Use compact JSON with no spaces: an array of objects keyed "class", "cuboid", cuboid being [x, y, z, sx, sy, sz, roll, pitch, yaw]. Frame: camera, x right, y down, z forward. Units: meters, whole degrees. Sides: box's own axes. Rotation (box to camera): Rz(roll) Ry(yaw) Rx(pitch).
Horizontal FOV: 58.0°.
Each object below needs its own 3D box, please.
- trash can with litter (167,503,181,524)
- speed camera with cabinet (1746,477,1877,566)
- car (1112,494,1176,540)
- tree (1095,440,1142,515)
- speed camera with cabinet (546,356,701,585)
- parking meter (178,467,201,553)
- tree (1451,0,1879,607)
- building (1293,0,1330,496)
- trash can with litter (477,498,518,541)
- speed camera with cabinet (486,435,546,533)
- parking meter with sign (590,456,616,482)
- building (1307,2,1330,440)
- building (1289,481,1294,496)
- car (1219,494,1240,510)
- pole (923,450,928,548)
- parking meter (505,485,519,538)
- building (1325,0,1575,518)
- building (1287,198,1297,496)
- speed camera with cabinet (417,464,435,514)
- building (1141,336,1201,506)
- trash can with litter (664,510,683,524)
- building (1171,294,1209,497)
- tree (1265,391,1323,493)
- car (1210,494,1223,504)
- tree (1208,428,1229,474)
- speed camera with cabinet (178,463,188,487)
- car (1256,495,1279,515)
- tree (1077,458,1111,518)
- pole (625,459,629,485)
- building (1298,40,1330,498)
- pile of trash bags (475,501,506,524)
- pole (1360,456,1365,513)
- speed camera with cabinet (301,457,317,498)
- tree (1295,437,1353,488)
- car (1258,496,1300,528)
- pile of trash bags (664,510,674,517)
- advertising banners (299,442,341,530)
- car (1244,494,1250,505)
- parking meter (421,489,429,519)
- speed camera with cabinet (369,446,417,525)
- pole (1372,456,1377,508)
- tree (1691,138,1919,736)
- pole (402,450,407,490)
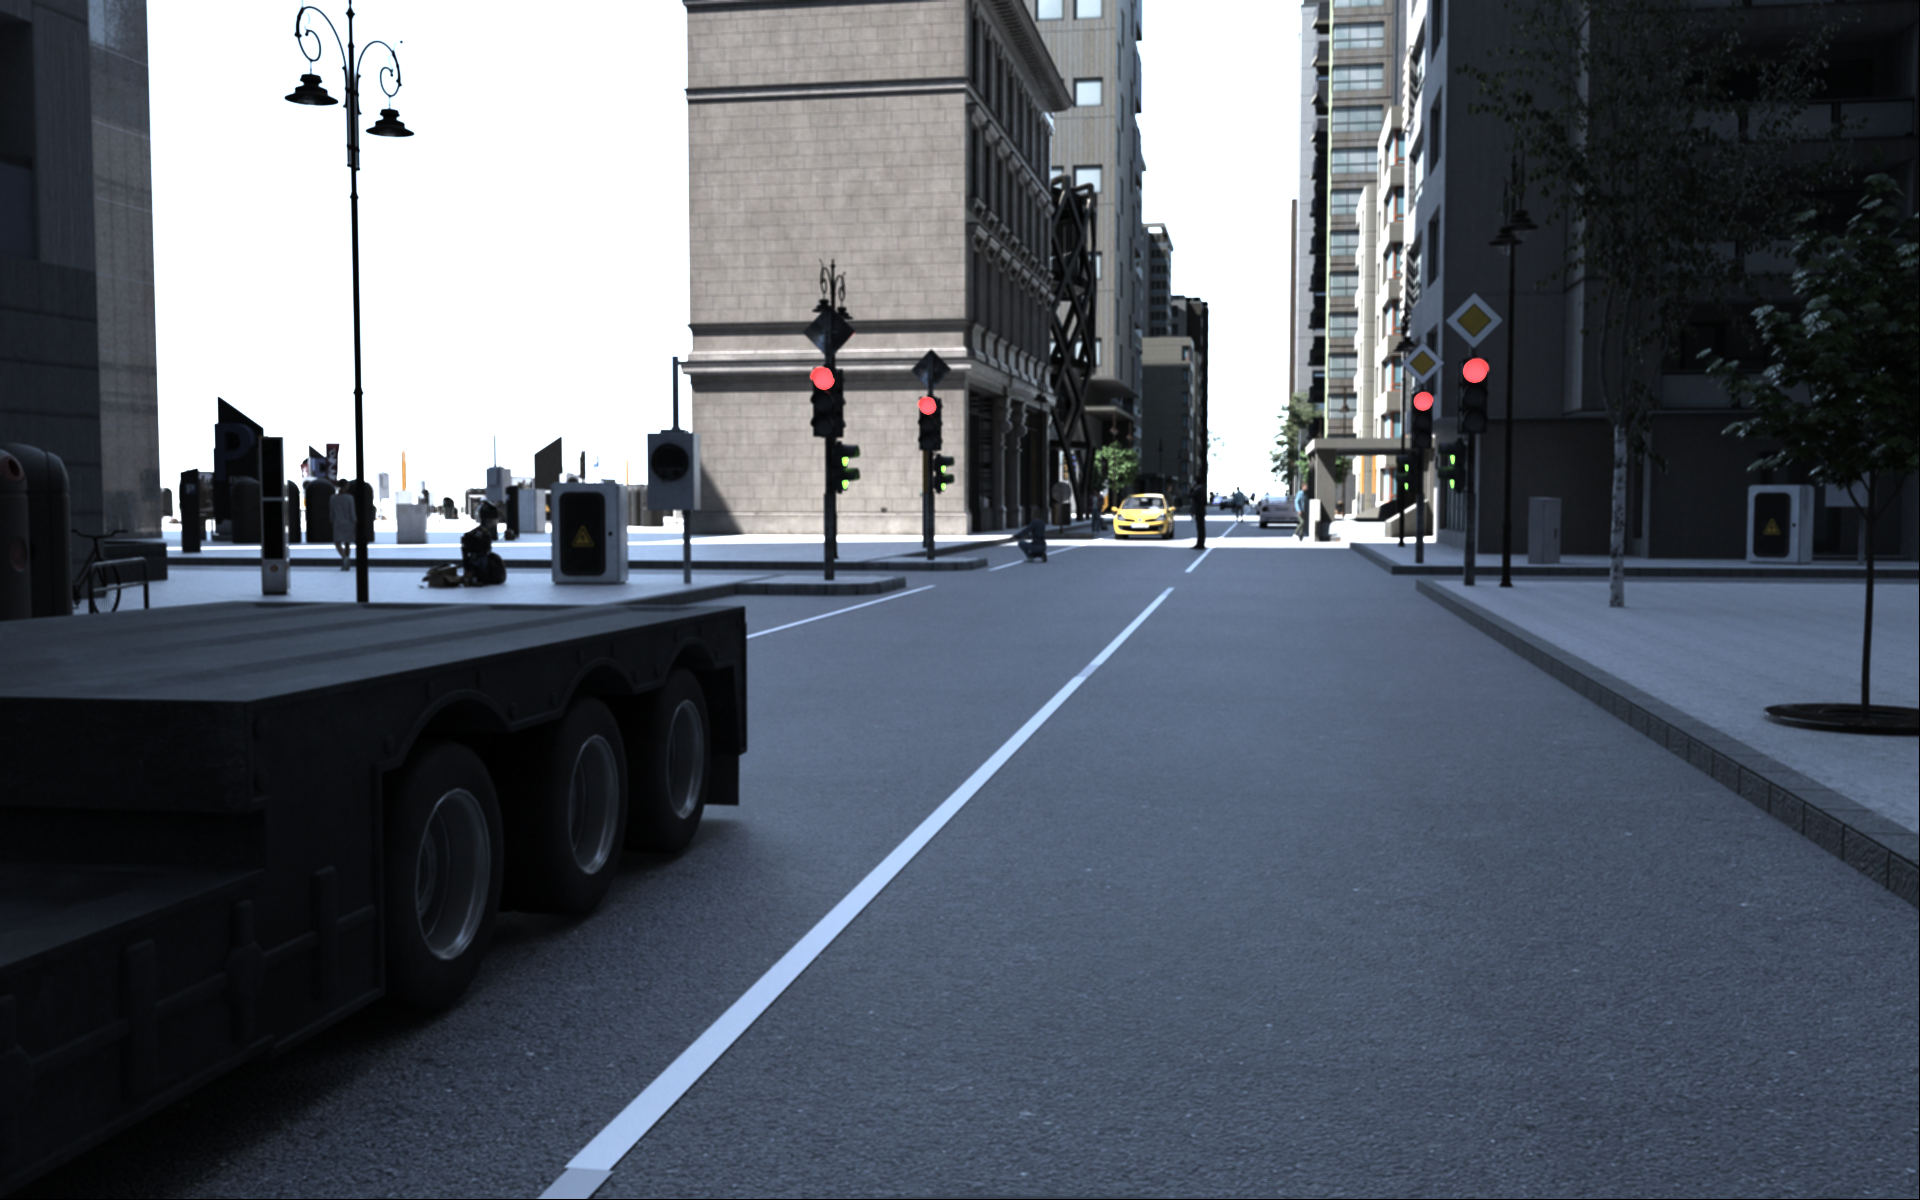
[{"class":"trash can with litter","cuboid":[-33.134,-3.811,73.703,0.624,1.170,1.055,3,4,36]},{"class":"speed camera with cabinet","cuboid":[15.443,-2.268,31.418,0.660,3.252,2.038,-3,5,-42]},{"class":"car","cuboid":[5.889,-2.750,55.184,2.015,1.641,3.980,1,4,10]},{"class":"tree","cuboid":[9.421,-7.435,105.276,4.285,4.588,4.351,0,3,0]},{"class":"speed camera with cabinet","cuboid":[-4.765,-1.857,24.692,2.038,3.252,0.660,0,4,2]},{"class":"parking meter","cuboid":[-16.905,-1.974,37.992,0.399,1.863,0.255,-2,4,-32]},{"class":"tree","cuboid":[7.710,-4.224,19.425,4.360,8.622,3.978,0,3,0]},{"class":"building","cuboid":[51.011,-40.719,207.746,21.231,58.520,28.212,1,4,10]},{"class":"trash can with litter","cuboid":[-12.816,-2.239,48.001,1.055,1.170,0.624,-2,4,-23]},{"class":"speed camera with cabinet","cuboid":[-14.751,-3.864,57.515,2.038,3.252,0.660,2,4,24]},{"class":"parking meter with sign","cuboid":[-16.148,-5.097,79.591,0.543,3.016,1.738,3,4,36]},{"class":"building","cuboid":[38.309,-29.269,133.174,22.147,44.769,28.867,1,4,10]},{"class":"building","cuboid":[60.969,-33.097,233.011,32.217,40.220,23.993,1,4,10]},{"class":"car","cuboid":[24.828,-9.135,159.146,2.009,1.686,4.222,1,4,12]},{"class":"pole","cuboid":[-0.788,-2.903,41.308,0.158,3.312,0.155,0,3,0]},{"class":"parking meter","cuboid":[-13.043,-2.570,50.434,0.372,1.533,0.369,0,3,0]},{"class":"building","cuboid":[31.051,-26.251,112.791,14.154,41.232,14.086,1,4,10]},{"class":"building","cuboid":[55.197,-36.913,253.641,14.600,45.320,14.200,1,4,10]},{"class":"speed camera with cabinet","cuboid":[-35.099,-7.286,113.455,0.660,3.252,2.038,0,4,4]},{"class":"building","cuboid":[14.208,-22.141,207.037,27.650,21.520,28.899,1,4,10]},{"class":"trash can with litter","cuboid":[-12.123,-3.821,73.525,2.233,1.210,1.678,1,4,15]},{"class":"building","cuboid":[28.685,-29.295,250.665,14.160,30.474,14.107,1,4,10]},{"class":"tree","cuboid":[37.681,-16.697,191.126,7.486,12.596,7.792,0,3,0]},{"class":"car","cuboid":[34.045,-13.434,229.236,1.945,1.707,3.694,1,4,12]},{"class":"tree","cuboid":[37.015,-20.654,263.447,9.928,11.665,9.643,0,3,0]},{"class":"speed camera with cabinet","cuboid":[-49.743,-7.188,111.854,0.660,3.252,2.038,0,4,1]},{"class":"car","cuboid":[21.435,-6.546,119.381,2.083,1.381,4.827,1,4,12]},{"class":"tree","cuboid":[7.260,-5.995,92.613,1.663,3.219,1.824,0,3,0]},{"class":"pole","cuboid":[-19.459,-6.573,101.315,0.158,3.312,0.155,0,3,0]},{"class":"building","cuboid":[43.613,-51.912,161.425,22.319,86.520,31.000,1,4,10]},{"class":"pile of trash bags","cuboid":[-19.441,-4.056,76.072,3.447,1.369,1.912,-3,5,-43]},{"class":"pole","cuboid":[21.489,-6.033,92.482,0.158,3.312,0.155,0,3,0]},{"class":"speed camera with cabinet","cuboid":[-35.115,-5.947,91.565,2.038,3.252,0.660,0,4,-4]},{"class":"tree","cuboid":[20.887,-7.076,99.404,4.285,4.588,4.351,0,3,0]},{"class":"car","cuboid":[13.803,-3.781,74.188,2.083,1.381,4.827,1,4,11]},{"class":"pile of trash bags","cuboid":[-14.865,-5.308,96.533,3.447,1.369,1.912,2,4,27]},{"class":"advertising banners","cuboid":[-22.010,-3.827,58.754,2.074,3.025,0.090,0,4,1]},{"class":"car","cuboid":[36.131,-12.930,221.184,2.009,1.686,4.222,1,4,11]},{"class":"parking meter","cuboid":[-27.910,-5.016,90.418,0.372,1.533,0.369,0,3,0]},{"class":"speed camera with cabinet","cuboid":[-23.807,-4.779,72.474,0.660,3.252,2.038,2,4,24]},{"class":"pole","cuboid":[18.725,-5.165,78.290,0.158,3.312,0.155,0,3,0]},{"class":"tree","cuboid":[4.931,-0.918,9.607,1.663,3.219,1.824,0,3,0]},{"class":"pole","cuboid":[-25.645,-5.267,79.951,0.158,3.312,0.155,0,3,0]}]
